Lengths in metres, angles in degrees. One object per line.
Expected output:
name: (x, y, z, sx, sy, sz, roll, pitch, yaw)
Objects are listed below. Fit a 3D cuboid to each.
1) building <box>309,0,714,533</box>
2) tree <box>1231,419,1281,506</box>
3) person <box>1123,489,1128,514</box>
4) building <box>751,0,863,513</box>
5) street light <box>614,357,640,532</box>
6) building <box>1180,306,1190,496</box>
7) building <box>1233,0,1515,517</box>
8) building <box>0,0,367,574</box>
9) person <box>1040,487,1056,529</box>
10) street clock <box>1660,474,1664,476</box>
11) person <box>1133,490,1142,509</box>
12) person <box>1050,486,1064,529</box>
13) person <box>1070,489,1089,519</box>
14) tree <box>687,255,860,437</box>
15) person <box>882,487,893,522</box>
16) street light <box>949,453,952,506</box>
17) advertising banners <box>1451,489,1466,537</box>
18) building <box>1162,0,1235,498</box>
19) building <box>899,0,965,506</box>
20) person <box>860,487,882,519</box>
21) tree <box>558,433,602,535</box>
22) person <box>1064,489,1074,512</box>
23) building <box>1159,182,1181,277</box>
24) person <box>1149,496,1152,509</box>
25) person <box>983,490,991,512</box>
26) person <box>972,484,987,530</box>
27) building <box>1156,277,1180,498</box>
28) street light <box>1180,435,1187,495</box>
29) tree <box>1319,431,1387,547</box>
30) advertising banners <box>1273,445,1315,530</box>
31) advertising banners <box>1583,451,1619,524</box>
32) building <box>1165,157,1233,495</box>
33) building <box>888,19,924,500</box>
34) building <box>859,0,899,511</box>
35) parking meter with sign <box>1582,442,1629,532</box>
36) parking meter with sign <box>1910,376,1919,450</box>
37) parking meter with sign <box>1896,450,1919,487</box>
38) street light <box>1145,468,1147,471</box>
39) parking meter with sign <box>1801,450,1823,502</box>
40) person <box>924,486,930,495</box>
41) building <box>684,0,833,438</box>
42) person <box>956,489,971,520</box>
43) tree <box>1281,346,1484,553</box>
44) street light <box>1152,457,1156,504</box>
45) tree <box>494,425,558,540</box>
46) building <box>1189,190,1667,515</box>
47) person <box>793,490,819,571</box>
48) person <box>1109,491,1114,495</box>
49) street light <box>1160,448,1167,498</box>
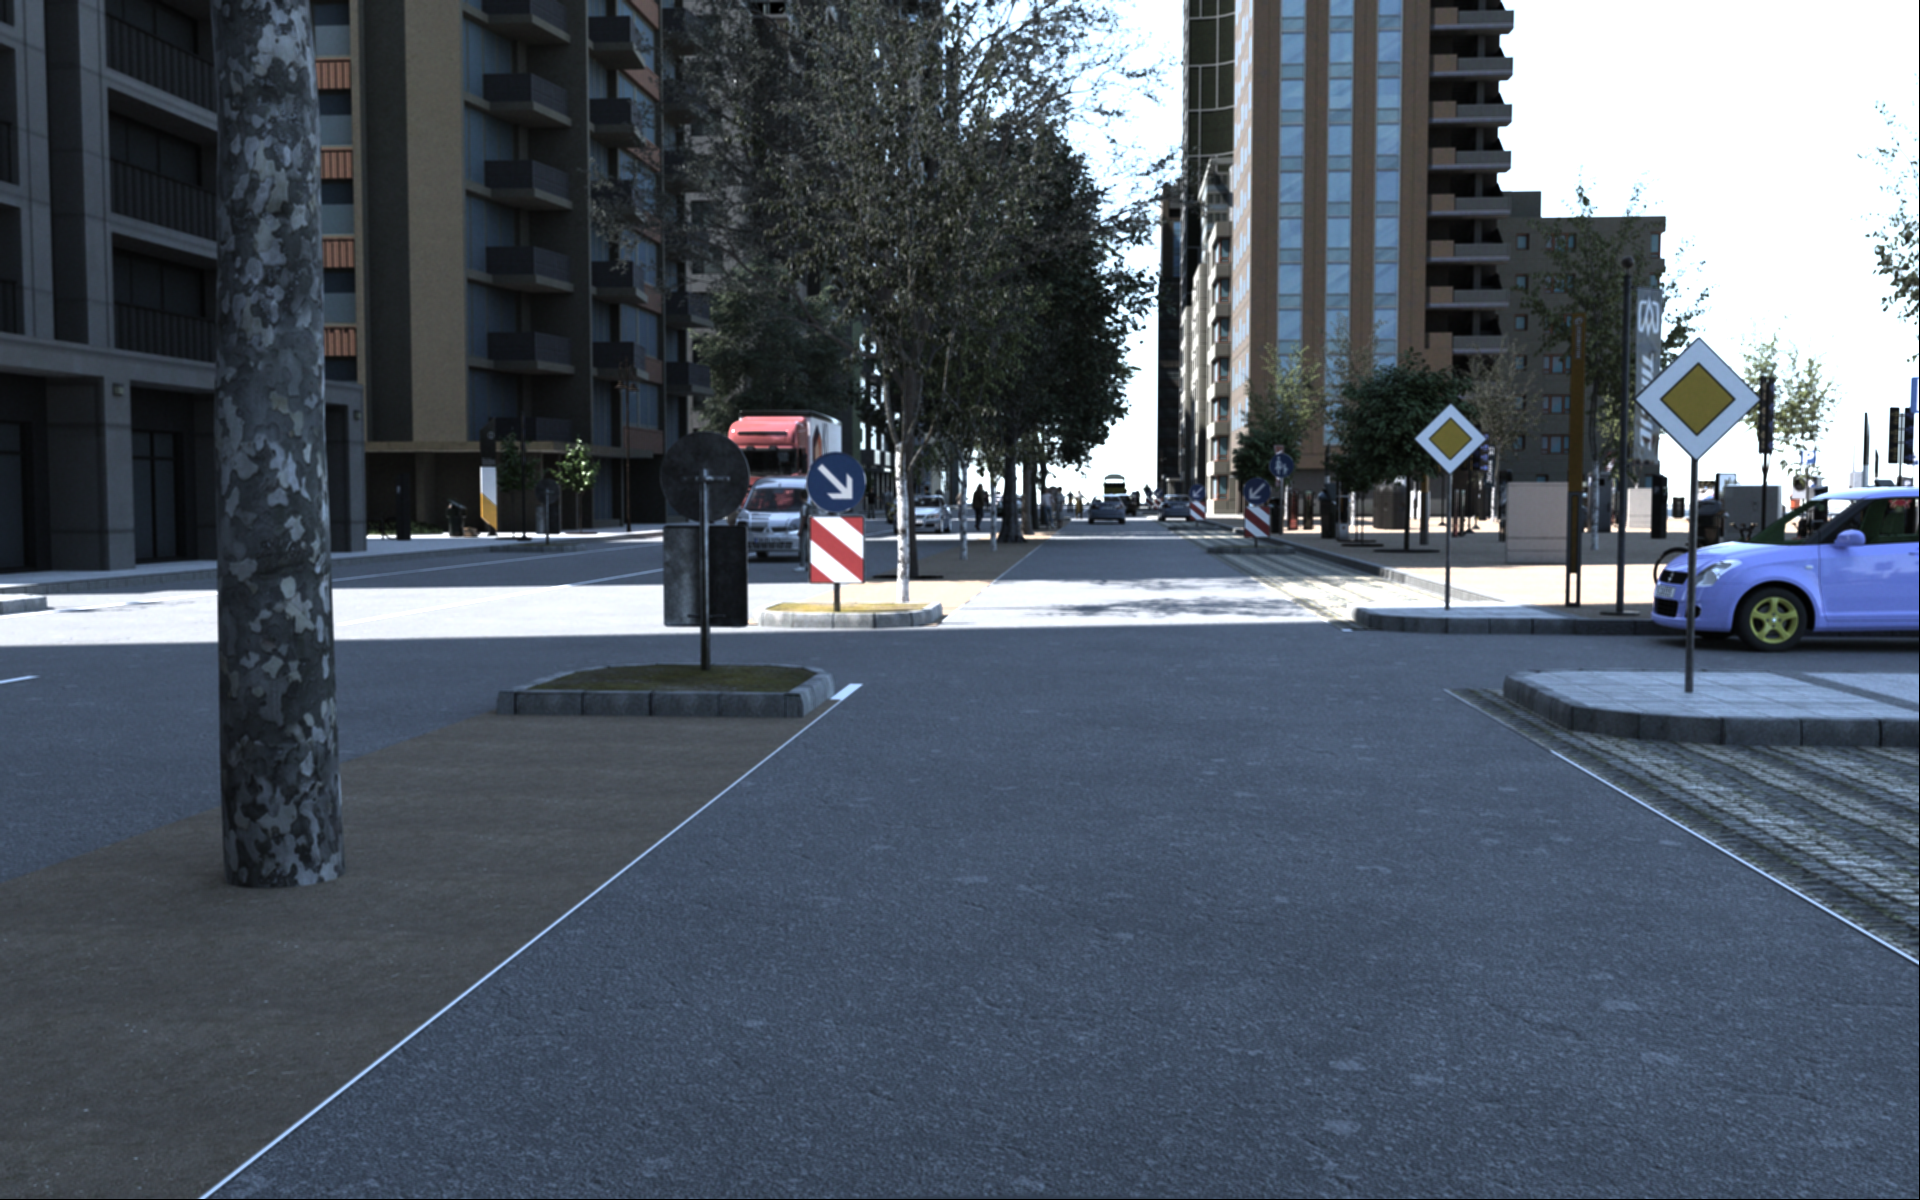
building: (-22.665, -25.428, 70.378, 22.147, 44.769, 28.867, 0, 4, 5)
tree: (13.315, -5.617, 75.559, 4.285, 4.588, 4.351, 0, 3, 0)
person: (11.774, -6.982, 122.670, 0.705, 1.822, 1.348, 2, 4, 35)
building: (-14.534, -26.510, 117.029, 14.154, 41.232, 14.086, 0, 4, 5)
street light: (-11.204, -5.238, 58.426, 0.468, 5.910, 1.993, 0, 4, 5)
building: (34.032, -18.817, 152.704, 27.650, 21.520, 28.899, 0, 4, 5)
building: (23.522, -27.612, 101.563, 14.600, 45.320, 14.200, 0, 4, 5)
building: (-23.903, -36.387, 33.178, 20.563, 71.187, 20.611, 0, 4, 5)
person: (3.719, -3.817, 71.585, 0.731, 1.740, 0.598, -1, 4, -19)
street clock: (25.368, -3.567, 62.889, 0.358, 2.002, 0.471, 0, 4, -3)
person: (17.428, -9.870, 169.888, 1.348, 1.823, 0.705, -3, 5, -40)
person: (3.965, -3.750, 70.376, 0.524, 1.755, 0.480, -2, 4, -33)
person: (6.900, -5.551, 99.987, 1.217, 1.736, 0.721, -1, 4, -12)
tree: (-9.691, -11.268, 90.883, 9.857, 13.997, 8.962, 0, 3, 0)
person: (-3.642, -4.815, 87.348, 0.709, 1.813, 0.853, 1, 4, 17)
street light: (-0.910, -12.704, 180.500, 0.468, 5.910, 1.993, 0, 4, 5)
advertising banners: (14.767, -3.385, 51.528, 0.090, 3.025, 2.074, 2, 4, 30)
building: (35.433, -47.278, 211.252, 20.563, 71.187, 20.611, 0, 4, 5)
building: (-9.976, -55.845, 225.731, 22.319, 86.520, 31.000, 0, 4, 5)
person: (-5.062, -5.530, 98.929, 1.348, 1.822, 0.705, -1, 4, -13)
tree: (-12.223, -3.702, 55.131, 1.663, 3.219, 1.824, 0, 3, 0)
person: (8.608, -7.740, 135.127, 1.350, 1.814, 0.705, 0, 4, -1)
building: (35.131, -36.330, 244.109, 14.600, 45.320, 14.200, 0, 4, 5)
person: (16.789, -8.817, 153.603, 0.436, 1.711, 0.756, 0, 4, 8)
person: (2.204, -7.859, 137.709, 1.217, 1.743, 0.721, -2, 4, -24)
person: (0.759, -3.675, 68.493, 0.656, 1.842, 0.836, 1, 4, 14)
building: (33.180, -28.035, 230.073, 14.160, 30.474, 14.107, 0, 4, 5)
street light: (17.037, -9.762, 132.390, 0.468, 5.910, 1.993, 0, 4, 5)
tree: (9.803, -2.940, 42.673, 1.663, 3.219, 1.824, 0, 3, 0)
advertising banners: (11.910, -4.010, 61.758, 2.074, 3.025, 0.090, -2, 4, -34)
advertising banners: (25.767, -4.550, 70.581, 2.074, 3.025, 0.090, -1, 4, -9)
building: (38.852, -30.372, 188.460, 32.217, 40.220, 23.993, 0, 4, 5)
building: (-10.962, -31.331, 162.374, 14.600, 45.320, 14.200, 0, 4, 5)
building: (-16.936, -31.853, 140.398, 23.786, 49.044, 30.456, 0, 4, 5)
parking meter with sign: (21.434, -3.780, 58.060, 1.738, 3.016, 0.543, 0, 4, 1)
parking meter with sign: (14.015, -1.753, 24.916, 0.543, 3.016, 1.738, 2, 4, 24)
parking meter with sign: (39.975, -4.713, 73.313, 0.543, 3.016, 1.738, 0, 4, 6)
street light: (27.141, -17.113, 252.580, 0.468, 5.910, 1.993, 0, 4, 5)
parking meter with sign: (34.254, -4.472, 69.381, 0.543, 3.016, 1.738, 3, 5, 45)
person: (-1.880, -5.414, 96.649, 0.705, 1.869, 1.348, 2, 4, 27)
building: (-15.624, -20.277, 103.224, 14.160, 30.474, 14.107, 0, 4, 5)
person: (0.228, -5.345, 96.427, 0.617, 1.759, 0.750, 3, 5, 39)
tree: (9.873, -3.348, 38.461, 4.285, 4.588, 4.351, 0, 3, 0)
street light: (24.070, -14.844, 215.484, 0.468, 5.910, 1.993, 0, 4, 5)
tree: (-12.720, -3.329, 49.031, 1.663, 3.219, 1.824, 0, 3, 0)
building: (31.188, -17.015, 123.230, 27.650, 21.520, 28.899, 0, 4, 5)
person: (-2.890, -1.297, 32.298, 0.523, 1.515, 0.503, -1, 4, -14)
person: (14.212, -9.348, 162.283, 0.756, 1.711, 0.436, 2, 4, 32)
street light: (20.756, -12.576, 178.408, 0.468, 5.910, 1.993, 0, 4, 5)
